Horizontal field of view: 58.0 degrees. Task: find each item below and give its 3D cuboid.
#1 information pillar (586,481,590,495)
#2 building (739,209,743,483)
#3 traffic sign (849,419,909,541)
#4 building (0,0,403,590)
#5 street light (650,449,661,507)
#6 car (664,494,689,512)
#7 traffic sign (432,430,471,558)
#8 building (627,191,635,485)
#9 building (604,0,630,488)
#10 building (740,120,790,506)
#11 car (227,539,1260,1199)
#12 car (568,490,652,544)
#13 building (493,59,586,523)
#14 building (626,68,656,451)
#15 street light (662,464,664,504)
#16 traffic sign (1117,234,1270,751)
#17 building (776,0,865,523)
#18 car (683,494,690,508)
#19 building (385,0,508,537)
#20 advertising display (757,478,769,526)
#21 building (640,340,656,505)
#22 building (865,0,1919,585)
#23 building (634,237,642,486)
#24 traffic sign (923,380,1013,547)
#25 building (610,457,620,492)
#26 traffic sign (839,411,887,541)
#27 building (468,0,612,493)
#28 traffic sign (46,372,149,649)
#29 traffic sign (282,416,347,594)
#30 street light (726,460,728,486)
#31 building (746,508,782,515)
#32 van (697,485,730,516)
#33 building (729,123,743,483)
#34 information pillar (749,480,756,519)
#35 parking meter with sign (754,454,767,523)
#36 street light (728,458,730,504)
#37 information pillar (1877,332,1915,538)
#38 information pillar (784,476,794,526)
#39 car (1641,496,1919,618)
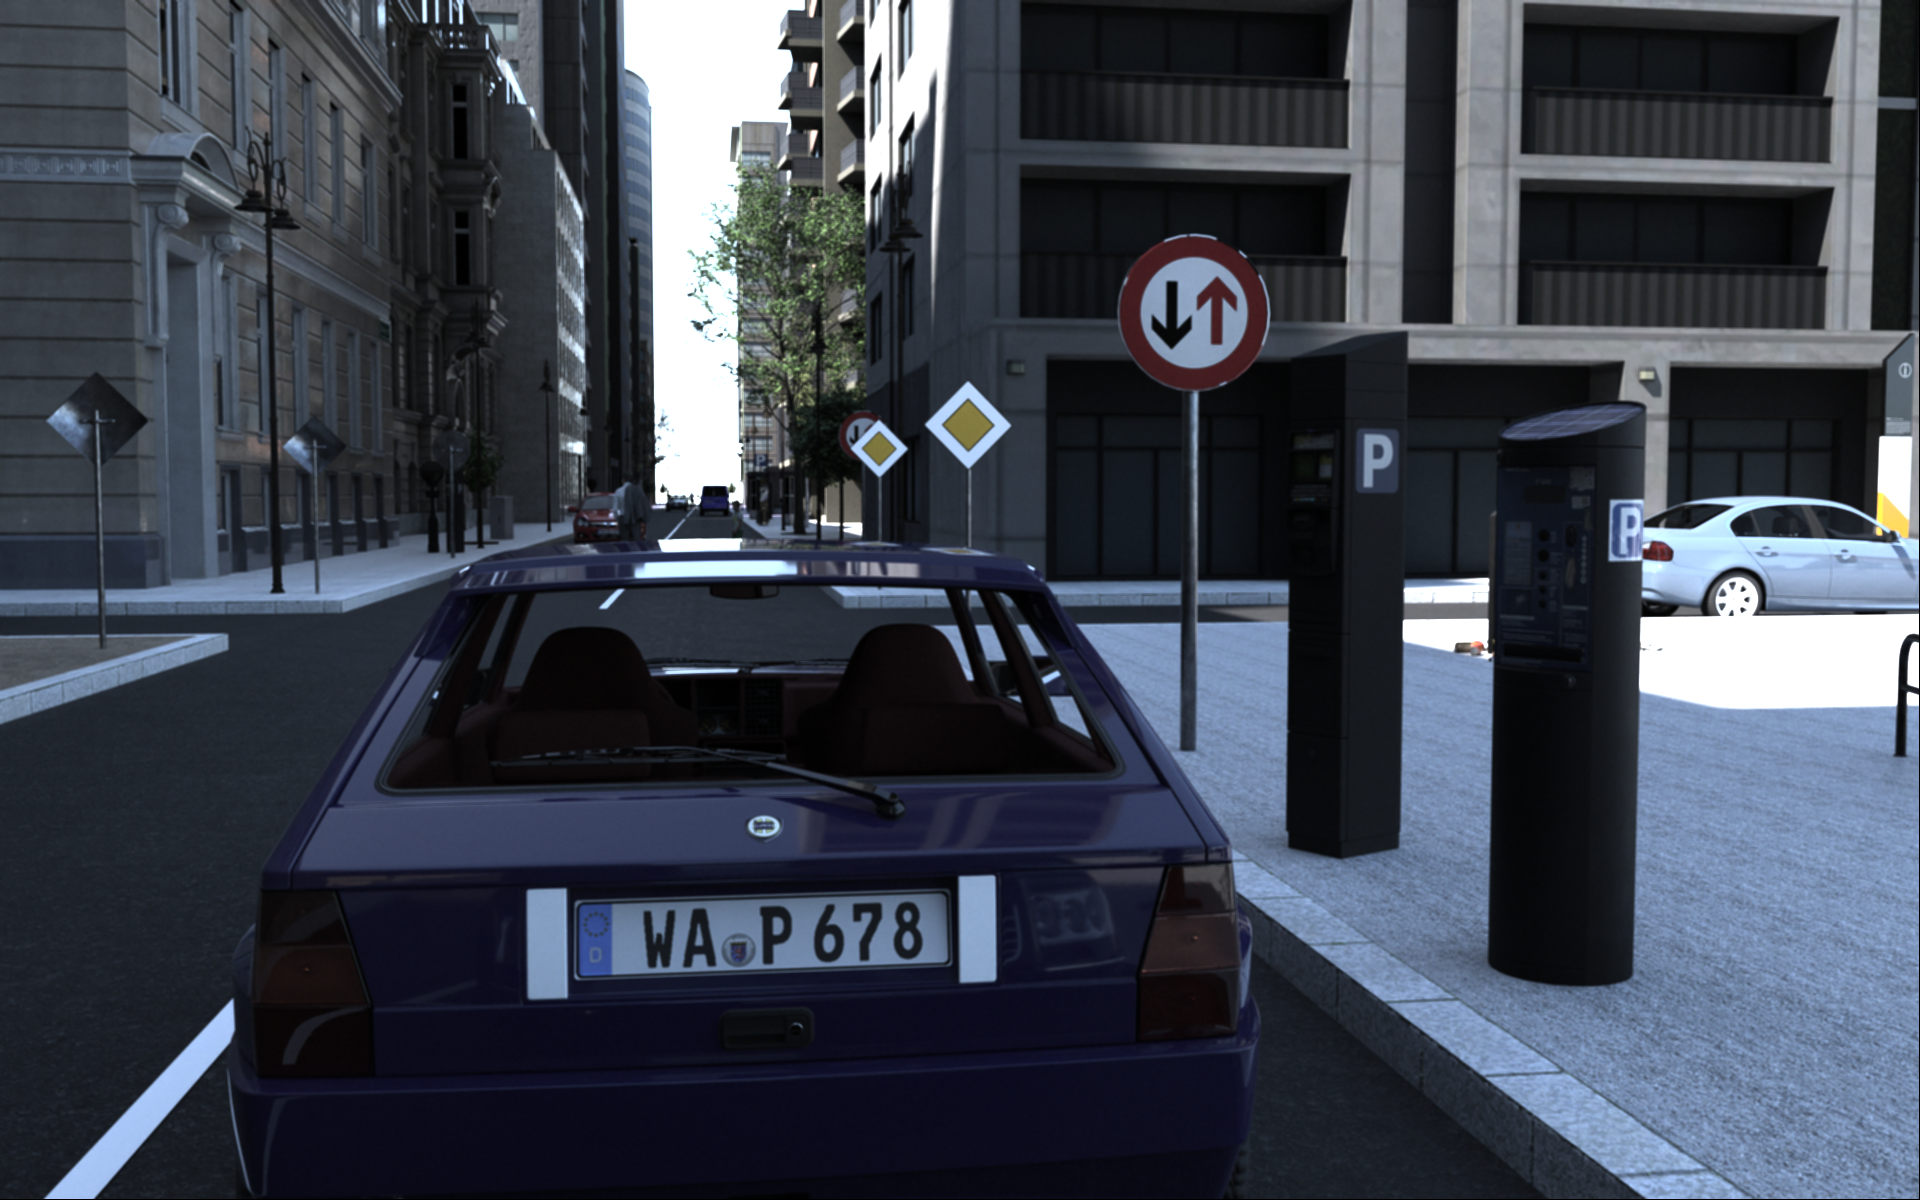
[{"bbox_3d":[-20.508,-5.531,94.928,0.304,2.012,0.304,2,4,31],"label":"information pillar"},{"bbox_3d":[-16.116,-34.285,215.177,22.147,44.769,28.867,-1,4,-8],"label":"building"},{"bbox_3d":[-1.084,-1.197,23.221,0.795,2.450,0.064,-1,4,-8],"label":"traffic sign"},{"bbox_3d":[-18.540,-15.004,31.225,13.634,28.700,20.117,-1,4,-8],"label":"building"},{"bbox_3d":[-31.716,-12.695,180.350,0.468,5.910,1.993,-1,4,-8],"label":"street light"},{"bbox_3d":[-23.346,-8.129,142.700,2.009,1.686,4.222,-1,4,-9],"label":"car"},{"bbox_3d":[-10.177,-2.114,34.677,0.768,2.556,0.104,0,4,-3],"label":"traffic sign"},{"bbox_3d":[-36.151,-23.187,150.801,14.160,30.474,14.107,-1,4,-8],"label":"building"},{"bbox_3d":[-33.456,-29.721,136.046,14.600,45.320,14.200,-1,4,-8],"label":"building"},{"bbox_3d":[-17.369,-31.183,193.441,14.154,41.232,14.086,-1,4,-8],"label":"building"},{"bbox_3d":[-0.546,0.498,4.442,1.945,1.354,3.894,0,4,-8],"label":"car"},{"bbox_3d":[-9.180,-2.230,45.504,2.155,1.783,4.494,-1,4,-10],"label":"car"},{"bbox_3d":[-24.203,-14.042,84.331,10.420,20.320,16.860,-1,4,-8],"label":"building"},{"bbox_3d":[-52.567,-42.388,235.040,21.231,58.520,28.212,-1,4,-8],"label":"building"},{"bbox_3d":[-34.432,-13.801,198.432,0.468,5.910,1.993,-1,4,-8],"label":"street light"},{"bbox_3d":[1.143,-0.519,8.599,0.768,2.556,0.104,0,4,-8],"label":"traffic sign"},{"bbox_3d":[2.470,-26.247,83.769,22.147,44.769,28.867,-1,4,-8],"label":"building"},{"bbox_3d":[-29.980,-10.641,185.785,2.131,1.459,4.920,0,4,-7],"label":"car"},{"bbox_3d":[-22.961,-14.635,58.364,14.460,24.649,34.723,-1,4,-8],"label":"building"},{"bbox_3d":[-8.050,-4.007,70.727,0.123,1.923,0.974,1,4,16],"label":"advertising display"},{"bbox_3d":[-50.836,-22.136,206.962,27.650,21.520,28.899,-1,4,-8],"label":"building"},{"bbox_3d":[9.138,-36.409,33.543,20.611,71.187,20.563,-1,4,-8],"label":"building"},{"bbox_3d":[-41.749,-25.359,186.320,14.160,30.474,14.107,-1,4,-8],"label":"building"},{"bbox_3d":[0.068,-0.714,15.320,0.795,2.450,0.064,-1,4,-8],"label":"traffic sign"},{"bbox_3d":[-34.181,-41.550,117.595,20.563,71.187,20.611,-1,4,-8],"label":"building"},{"bbox_3d":[-1.467,-1.616,26.534,0.768,2.556,0.104,0,4,1],"label":"traffic sign"},{"bbox_3d":[-28.281,-25.581,101.849,14.154,41.232,14.086,-1,4,-8],"label":"building"},{"bbox_3d":[-7.103,-0.652,14.298,0.795,2.450,0.064,-1,4,-8],"label":"traffic sign"},{"bbox_3d":[-8.255,-1.135,22.200,0.795,2.450,0.064,-1,4,-8],"label":"traffic sign"},{"bbox_3d":[-26.548,-13.952,200.904,0.468,5.910,1.993,-1,4,-8],"label":"street light"},{"bbox_3d":[-0.776,-27.267,137.697,32.217,40.220,23.993,-1,4,-8],"label":"building"},{"bbox_3d":[-16.565,-6.861,116.557,2.240,2.365,5.245,-1,4,-9],"label":"van"},{"bbox_3d":[-17.685,-40.013,243.451,28.713,52.752,27.495,-1,4,-8],"label":"building"},{"bbox_3d":[-10.635,-5.165,88.941,0.304,2.012,0.304,-2,4,-24],"label":"information pillar"},{"bbox_3d":[-8.722,-4.883,76.099,0.543,3.016,1.738,0,4,-5],"label":"parking meter with sign"},{"bbox_3d":[-23.986,-12.848,182.852,0.468,5.910,1.993,-1,4,-8],"label":"street light"},{"bbox_3d":[13.561,-2.063,25.091,0.504,3.616,0.183,-1,4,-14],"label":"information pillar"},{"bbox_3d":[-6.981,-4.049,70.692,0.304,2.012,0.304,2,4,25],"label":"information pillar"},{"bbox_3d":[9.370,-0.454,19.429,4.499,1.417,2.014,-1,4,-9],"label":"car"}]
